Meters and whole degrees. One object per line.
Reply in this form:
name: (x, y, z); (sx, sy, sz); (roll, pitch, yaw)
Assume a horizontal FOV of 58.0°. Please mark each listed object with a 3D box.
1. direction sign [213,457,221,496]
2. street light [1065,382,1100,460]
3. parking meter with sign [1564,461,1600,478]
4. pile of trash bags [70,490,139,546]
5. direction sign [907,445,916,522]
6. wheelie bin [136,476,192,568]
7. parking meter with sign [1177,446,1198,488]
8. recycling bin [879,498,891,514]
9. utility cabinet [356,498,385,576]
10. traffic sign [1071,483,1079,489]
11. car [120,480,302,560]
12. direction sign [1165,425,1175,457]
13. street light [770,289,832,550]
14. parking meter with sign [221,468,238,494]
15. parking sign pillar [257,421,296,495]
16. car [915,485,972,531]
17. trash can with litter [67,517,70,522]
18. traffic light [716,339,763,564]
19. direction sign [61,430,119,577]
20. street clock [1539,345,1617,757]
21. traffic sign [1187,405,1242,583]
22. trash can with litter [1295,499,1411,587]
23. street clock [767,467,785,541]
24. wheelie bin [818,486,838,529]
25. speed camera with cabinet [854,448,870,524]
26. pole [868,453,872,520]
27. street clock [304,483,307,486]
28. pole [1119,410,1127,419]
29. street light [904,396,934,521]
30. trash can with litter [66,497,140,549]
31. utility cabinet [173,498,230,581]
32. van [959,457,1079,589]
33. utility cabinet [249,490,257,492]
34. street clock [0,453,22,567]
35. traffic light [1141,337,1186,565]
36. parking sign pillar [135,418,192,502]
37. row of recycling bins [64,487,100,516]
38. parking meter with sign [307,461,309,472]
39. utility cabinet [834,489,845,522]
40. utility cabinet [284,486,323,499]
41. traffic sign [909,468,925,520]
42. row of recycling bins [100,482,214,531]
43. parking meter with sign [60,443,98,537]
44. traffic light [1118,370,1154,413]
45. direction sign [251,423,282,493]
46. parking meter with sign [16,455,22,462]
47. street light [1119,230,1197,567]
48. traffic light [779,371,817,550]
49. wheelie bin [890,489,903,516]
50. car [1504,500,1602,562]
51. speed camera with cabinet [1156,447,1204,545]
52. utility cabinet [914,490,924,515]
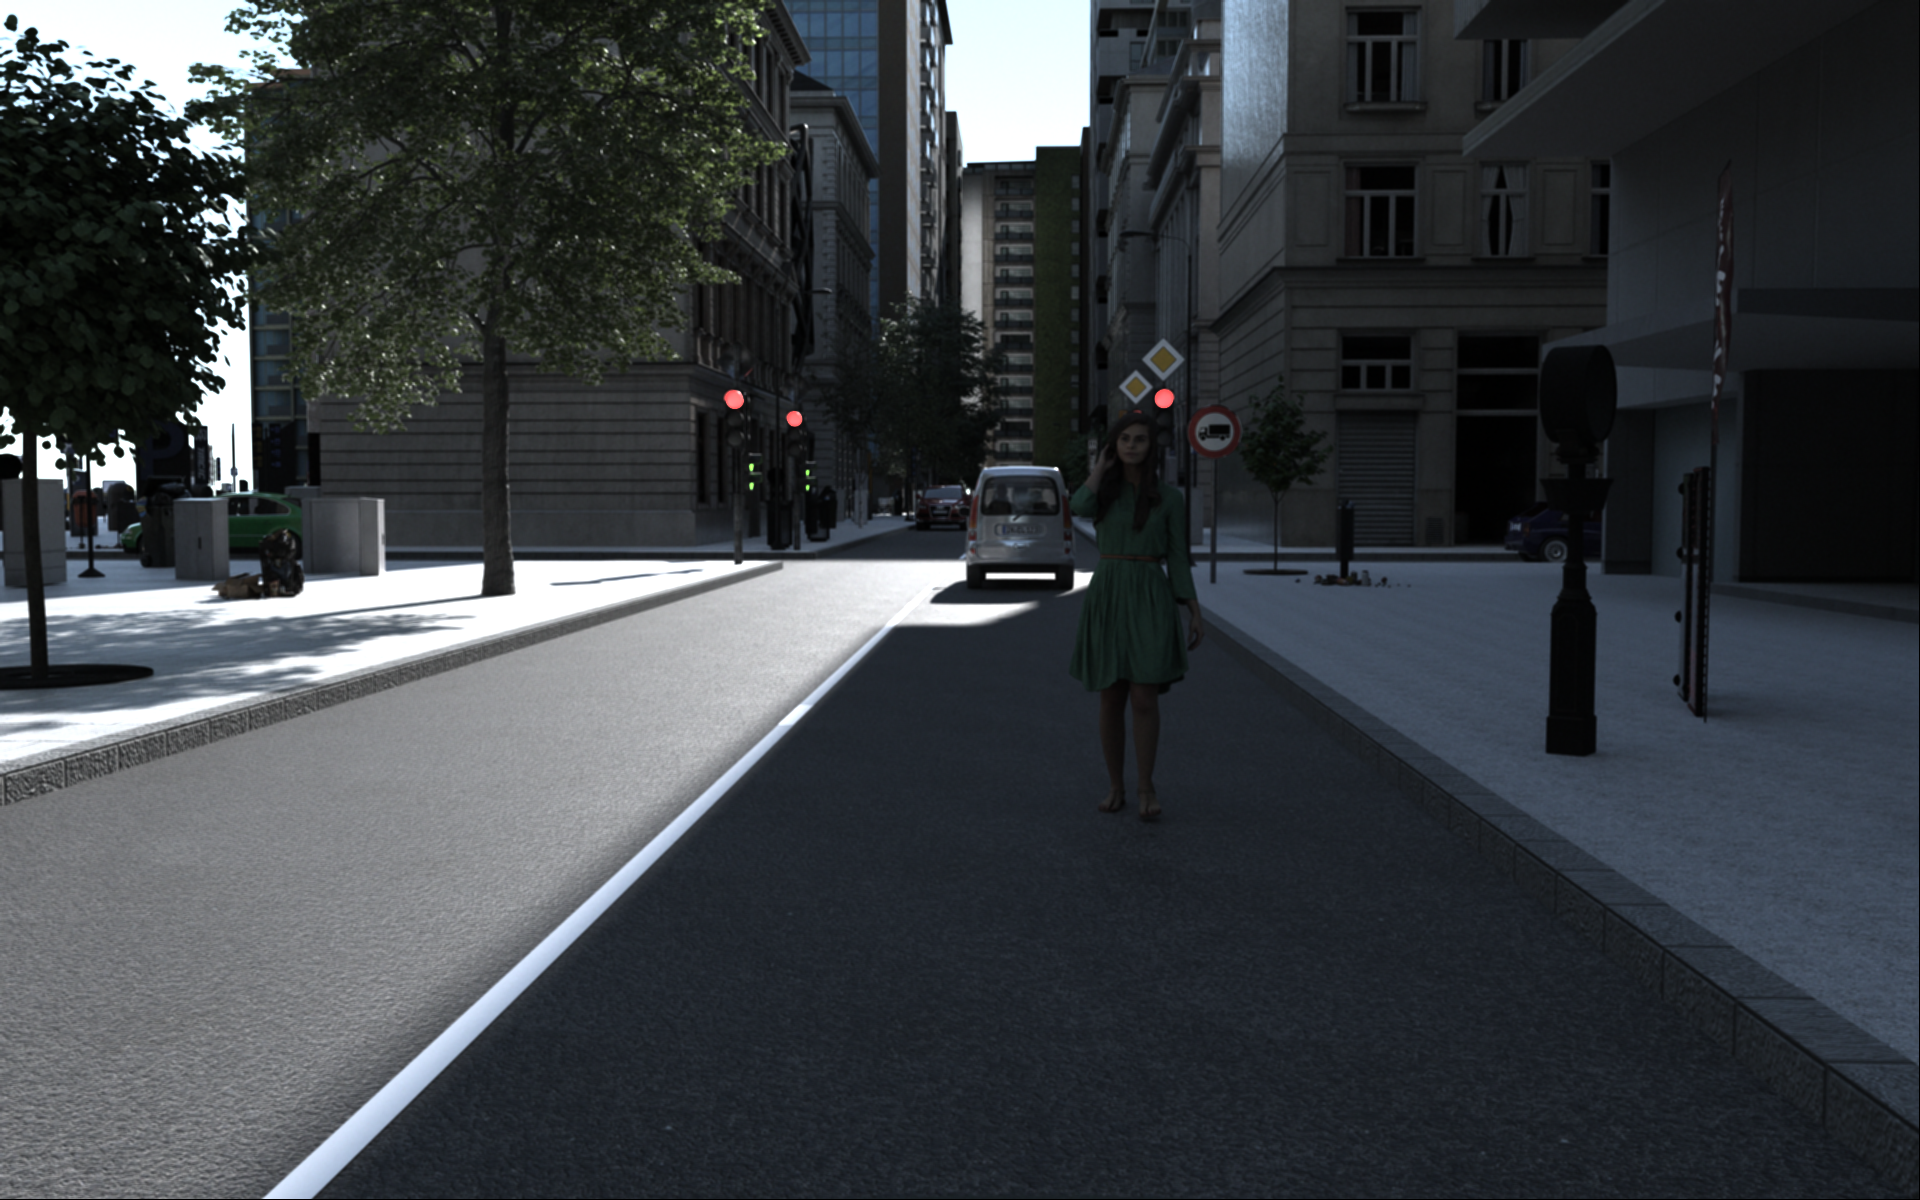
direction sign: (-45.212, -6.925, 105.217); (0.379, 3.537, 0.876); (1, 4, 22)
street light: (5.221, -6.059, 71.606); (1.470, 5.913, 1.316); (0, 4, 2)
parking meter with sign: (14.194, -2.649, 39.568); (1.738, 3.016, 0.543); (2, 4, 31)
pile of trash bags: (-20.438, -2.055, 43.348); (3.447, 1.369, 1.912); (0, 4, -5)
direction sign: (-2.257, -5.434, 80.835); (0.379, 3.537, 0.876); (-2, 4, -26)
wheelie bin: (-13.923, -1.377, 30.424); (0.693, 1.594, 0.980); (2, 4, 30)
parking meter with sign: (6.444, -3.374, 51.420); (1.738, 3.016, 0.543); (-3, 5, -42)
recycling bin: (-4.948, -6.224, 114.323); (0.722, 1.027, 0.722); (0, 4, 8)
utility cabinet: (-9.357, -1.005, 27.598); (0.306, 1.237, 1.020); (-1, 4, -13)
traffic sign: (6.837, -6.131, 100.247); (0.884, 2.594, 0.081); (1, 4, 9)
car: (-15.232, -1.696, 36.533); (4.718, 1.807, 1.959); (0, 4, 2)
direction sign: (6.748, -3.932, 56.292); (0.379, 3.537, 0.876); (3, 4, 36)
street light: (-3.606, -4.087, 39.360); (1.470, 5.913, 1.316); (0, 4, 2)
parking meter with sign: (-48.547, -7.243, 114.686); (1.738, 3.016, 0.543); (2, 4, 32)
parking sign pillar: (-24.897, -4.562, 63.061); (1.447, 3.967, 1.447); (-2, 4, -27)
car: (-0.607, -3.726, 69.599); (2.281, 1.827, 5.304); (0, 4, 4)
trash can with litter: (-38.304, -3.909, 75.299); (0.624, 1.170, 1.055); (1, 4, 20)
traffic light: (-4.026, -2.604, 31.494); (0.839, 4.253, 0.868); (0, 4, 2)
direction sign: (-13.445, -2.123, 26.705); (0.876, 3.537, 0.379); (-1, 4, -21)
street clock: (3.028, -0.242, 8.524); (0.358, 2.002, 0.471); (3, 4, 38)
traffic sign: (3.642, -1.513, 24.839); (0.768, 2.556, 0.104); (0, 4, 7)
trash can with litter: (5.694, -0.850, 24.957); (1.678, 1.210, 2.233); (1, 4, 18)
street clock: (-4.977, -2.588, 46.886); (0.471, 2.002, 0.358); (-1, 4, -14)
wheelie bin: (-4.923, -3.468, 64.607); (0.693, 1.594, 0.980); (-1, 4, -20)
speed camera with cabinet: (-4.212, -4.887, 74.246); (0.660, 3.252, 2.038); (0, 4, -1)
pole: (-4.424, -5.581, 85.091); (0.158, 3.312, 0.155); (0, 3, 0)
street clock: (-41.631, -6.479, 110.503); (0.471, 2.002, 0.358); (3, 5, 39)
pole: (3.972, -2.962, 42.265); (0.158, 3.312, 0.155); (0, 3, 0)
street light: (-1.937, -6.690, 81.929); (1.470, 5.913, 1.316); (0, 4, 2)
trash can with litter: (-20.060, -1.825, 40.897); (2.233, 1.210, 1.678); (-3, 5, -41)
utility cabinet: (-11.346, -0.901, 25.892); (1.020, 1.237, 0.306); (2, 4, 35)
van: (0.965, -1.261, 27.630); (2.013, 2.044, 4.112); (0, 4, 2)
utility cabinet: (-38.977, -5.350, 96.157); (1.173, 1.500, 0.318); (0, 4, -4)
street clock: (-16.830, -1.593, 30.617); (0.471, 2.002, 0.358); (-3, 4, -38)
traffic light: (3.630, -2.586, 31.205); (0.839, 4.253, 0.868); (0, 4, 2)
parking sign pillar: (-21.021, -3.499, 45.687); (1.447, 3.967, 1.447); (-2, 4, -33)
row of recycling bins: (-51.142, -5.694, 100.215); (3.534, 1.692, 1.069); (0, 4, 6)
parking meter with sign: (-34.177, -5.823, 91.471); (0.543, 3.016, 1.738); (-1, 4, -19)
utility cabinet: (-5.724, -4.277, 78.609); (0.318, 1.500, 1.173); (2, 4, 35)
utility cabinet: (-18.854, -2.516, 49.817); (1.173, 1.500, 0.318); (1, 4, 21)
traffic sign: (-2.138, -5.155, 84.287); (0.884, 2.594, 0.081); (0, 4, 6)
row of recycling bins: (-28.381, -3.328, 61.519); (3.534, 1.692, 1.069); (-3, 5, -43)
parking meter with sign: (-26.727, -3.448, 52.633); (0.543, 3.016, 1.738); (-1, 4, -9)
traffic light: (3.949, -3.074, 39.184); (0.839, 4.253, 0.868); (0, 4, 2)
direction sign: (-22.136, -3.874, 55.338); (0.876, 3.537, 0.379); (-2, 4, -24)
parking meter with sign: (-41.430, -4.914, 76.609); (0.543, 3.016, 1.738); (-2, 4, -28)
street light: (3.495, -3.551, 30.607); (1.470, 5.913, 1.316); (0, 4, 2)
traffic light: (-3.707, -3.092, 39.473); (0.839, 4.253, 0.868); (0, 4, 2)
wheelie bin: (-3.740, -5.827, 103.175); (0.693, 1.594, 0.980); (-2, 4, -23)
car: (13.065, -1.359, 34.795); (3.894, 1.354, 1.945); (0, 4, 3)
speed camera with cabinet: (5.355, -2.988, 43.185); (0.660, 3.252, 2.038); (3, 4, 36)
utility cabinet: (-2.438, -5.944, 105.860); (0.318, 1.500, 1.173); (-2, 4, -28)
